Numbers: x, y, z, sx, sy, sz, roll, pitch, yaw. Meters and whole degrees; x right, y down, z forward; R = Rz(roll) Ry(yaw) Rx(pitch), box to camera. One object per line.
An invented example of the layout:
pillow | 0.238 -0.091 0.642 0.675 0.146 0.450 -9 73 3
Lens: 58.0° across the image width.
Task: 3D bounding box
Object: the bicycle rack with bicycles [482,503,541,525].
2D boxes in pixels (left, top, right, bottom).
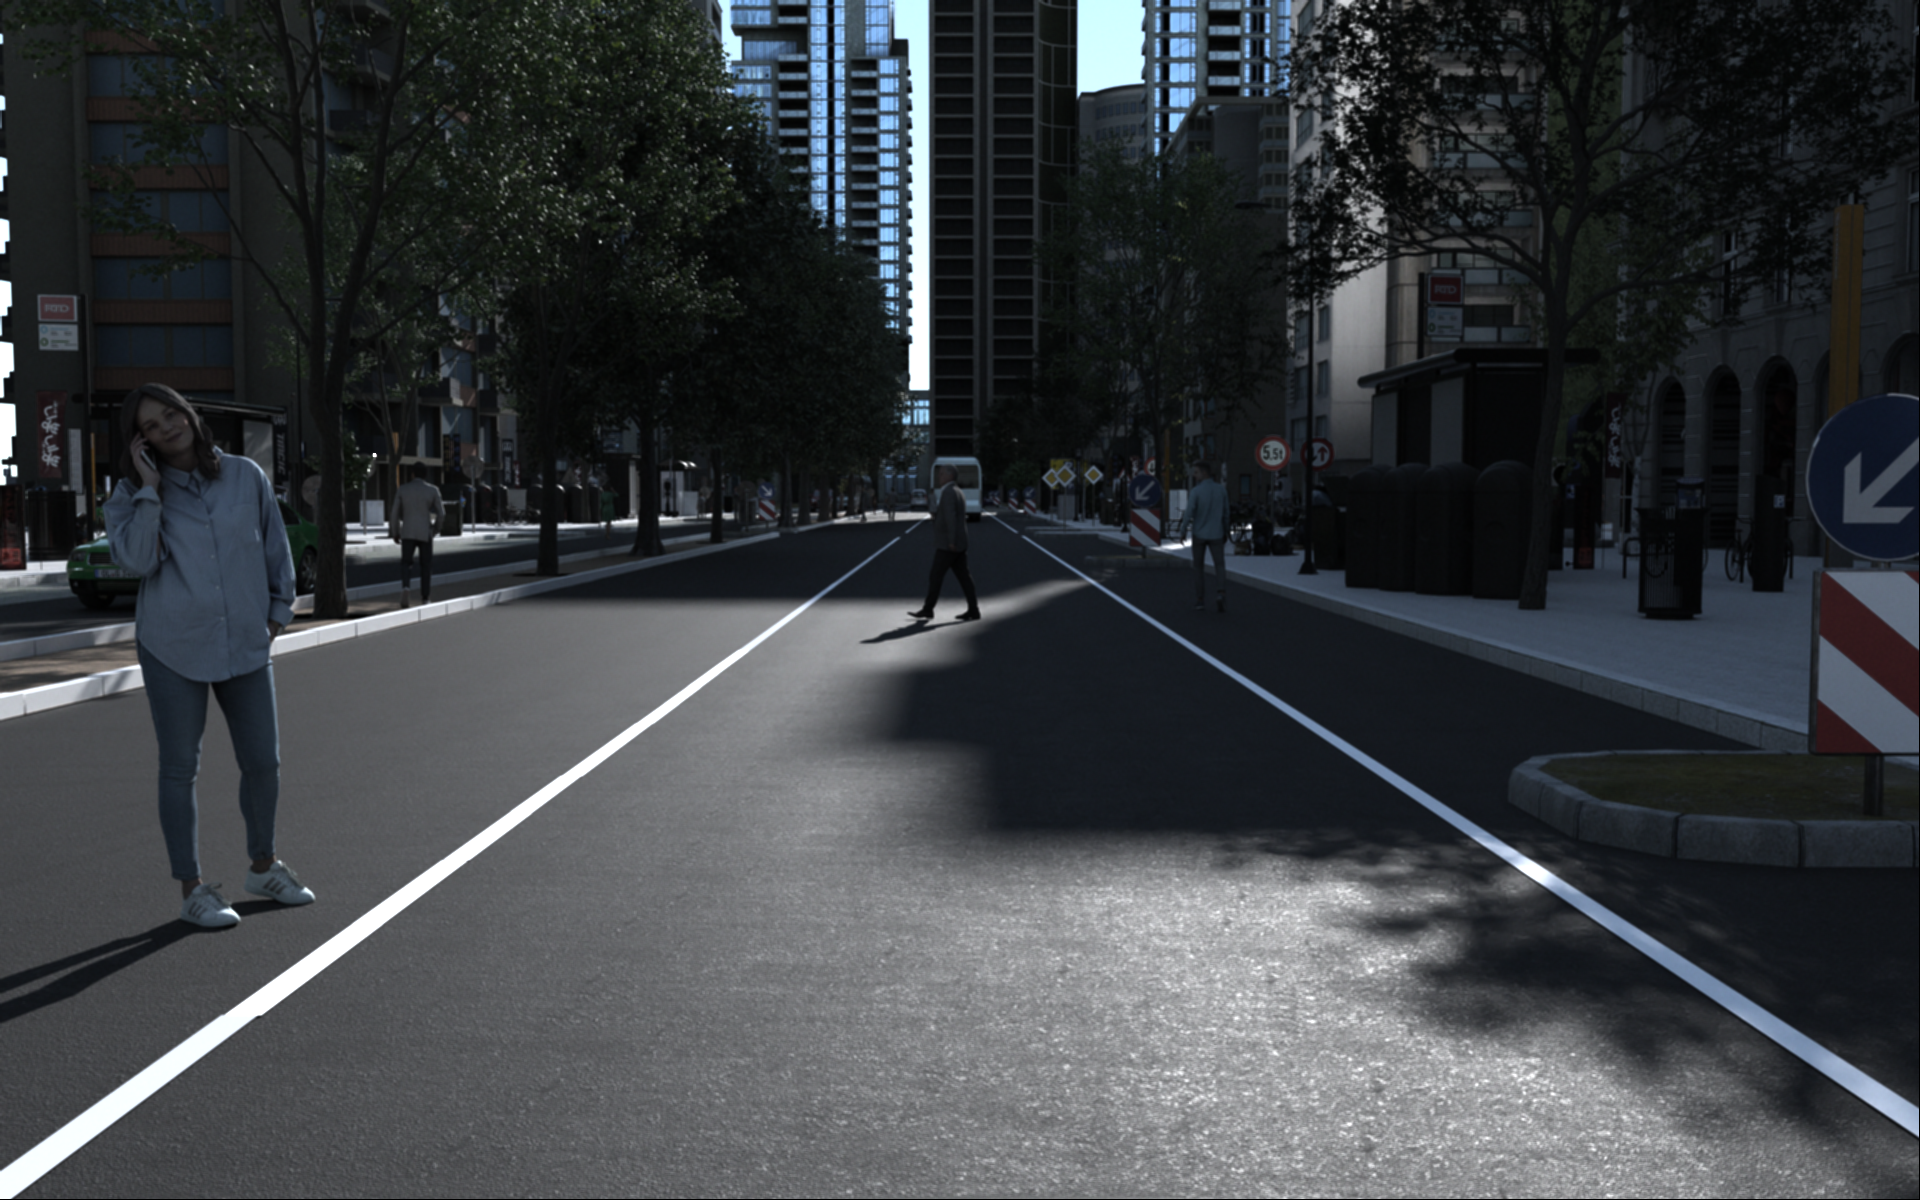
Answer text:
bicycle rack with bicycles | -18.367 -3.614 72.470 2.925 0.926 2.852 -1 4 -10

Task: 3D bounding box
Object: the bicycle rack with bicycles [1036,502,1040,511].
bicycle rack with bicycles | 7.073 -7.382 134.073 2.925 0.926 2.852 2 4 25

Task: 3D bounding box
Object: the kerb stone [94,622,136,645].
kerb stone | -8.211 0.331 16.800 0.120 0.150 1.000 0 3 0

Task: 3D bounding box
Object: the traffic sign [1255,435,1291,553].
traffic sign | 6.787 -2.294 37.611 0.768 2.556 0.104 1 4 9

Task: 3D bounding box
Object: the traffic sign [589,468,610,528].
traffic sign | -13.625 -3.782 65.470 0.795 2.450 0.064 0 3 0

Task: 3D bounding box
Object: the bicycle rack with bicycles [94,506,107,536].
bicycle rack with bicycles | -24.834 -2.402 52.648 2.852 0.926 2.925 -2 4 -35

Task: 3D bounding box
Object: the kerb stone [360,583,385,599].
kerb stone | -8.213 -0.108 23.964 0.120 0.150 1.000 0 3 0

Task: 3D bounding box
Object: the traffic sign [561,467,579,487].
traffic sign | -18.544 -5.037 82.356 0.884 2.594 0.081 0 4 0

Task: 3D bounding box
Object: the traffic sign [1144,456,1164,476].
traffic sign | 6.572 -3.560 58.318 0.768 2.556 0.104 0 4 7

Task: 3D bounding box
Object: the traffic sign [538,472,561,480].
traffic sign | -13.618 -3.293 57.485 0.795 2.450 0.064 0 3 0

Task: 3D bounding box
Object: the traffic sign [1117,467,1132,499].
traffic sign | 7.751 -5.012 81.947 0.884 2.594 0.081 0 4 1

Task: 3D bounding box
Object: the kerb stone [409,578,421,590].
kerb stone | -8.215 -0.233 26.012 0.120 0.150 1.000 0 3 0

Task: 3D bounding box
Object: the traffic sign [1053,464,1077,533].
traffic sign | 3.476 -3.293 57.479 0.795 2.450 0.064 0 3 0

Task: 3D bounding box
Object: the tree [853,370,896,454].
tree | -6.924 -7.422 49.560 9.928 11.665 9.643 0 3 0

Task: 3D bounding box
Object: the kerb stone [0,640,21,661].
kerb stone | -8.215 0.455 14.757 0.120 0.150 1.000 0 3 0

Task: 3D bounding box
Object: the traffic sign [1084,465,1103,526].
traffic sign | 5.280 -4.118 68.522 0.795 2.450 0.064 0 4 4

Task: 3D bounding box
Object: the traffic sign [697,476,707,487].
traffic sign | -17.822 -7.326 119.887 0.768 2.556 0.104 1 4 8

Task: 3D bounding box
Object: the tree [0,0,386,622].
tree | -7.115 -5.577 19.401 9.928 11.665 9.643 0 3 0

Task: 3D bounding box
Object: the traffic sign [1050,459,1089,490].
traffic sign | 6.278 -6.452 99.361 2.265 3.308 0.079 0 4 5

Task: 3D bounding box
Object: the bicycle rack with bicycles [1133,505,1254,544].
bicycle rack with bicycles | 6.618 -1.947 45.209 2.925 0.926 2.852 -3 4 -37

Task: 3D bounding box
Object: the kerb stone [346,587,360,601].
kerb stone | -8.217 -0.046 22.942 0.120 0.150 1.000 0 3 0

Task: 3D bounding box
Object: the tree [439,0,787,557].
tree | -7.178 -7.352 39.676 9.611 12.733 9.660 0 3 0

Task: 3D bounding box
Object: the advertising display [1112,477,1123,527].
advertising display | 6.153 -3.813 67.558 0.123 1.923 0.974 -1 4 -13

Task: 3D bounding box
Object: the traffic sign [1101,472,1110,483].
traffic sign | 8.222 -6.057 99.135 0.768 2.556 0.104 0 4 0

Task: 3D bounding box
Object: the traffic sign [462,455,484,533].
traffic sign | -16.022 -3.479 56.982 0.768 2.556 0.104 0 4 6

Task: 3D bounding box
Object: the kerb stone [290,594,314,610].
kerb stone | -8.231 0.017 21.920 0.120 0.150 1.000 0 3 0

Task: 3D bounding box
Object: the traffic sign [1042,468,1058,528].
traffic sign | 3.470 -3.781 65.464 0.795 2.450 0.064 0 3 0

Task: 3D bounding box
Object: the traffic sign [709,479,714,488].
traffic sign | -16.720 -7.058 117.524 0.606 2.300 0.079 0 4 3

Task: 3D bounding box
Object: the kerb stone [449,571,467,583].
kerb stone | -8.224 -0.355 28.056 0.120 0.150 1.000 0 3 0

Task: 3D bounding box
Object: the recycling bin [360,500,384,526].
recycling bin | -23.656 -3.494 69.687 0.722 1.027 0.722 -3 5 -42

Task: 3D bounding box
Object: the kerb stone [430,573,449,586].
kerb stone | -8.226 -0.296 27.033 0.120 0.150 1.000 0 3 0

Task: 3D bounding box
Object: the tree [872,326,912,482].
tree | -6.992 -9.172 69.425 9.611 12.733 9.660 0 3 0

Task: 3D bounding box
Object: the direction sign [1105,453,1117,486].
direction sign | 8.448 -6.410 96.795 0.876 3.537 0.379 -3 4 -38

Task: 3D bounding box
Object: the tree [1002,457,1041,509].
tree | 5.621 -10.275 151.715 4.285 4.588 4.351 0 3 0

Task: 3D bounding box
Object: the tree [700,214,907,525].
tree | -7.201 -10.410 79.322 9.857 13.997 8.962 0 3 0

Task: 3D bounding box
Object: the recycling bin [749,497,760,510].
recycling bin | -16.110 -7.527 135.615 0.722 1.027 0.722 -2 4 -25

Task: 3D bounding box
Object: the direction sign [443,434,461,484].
direction sign | -19.177 -4.489 65.395 0.876 3.537 0.379 2 4 29

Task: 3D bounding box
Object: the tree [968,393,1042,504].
tree | 6.105 -18.739 213.044 9.857 13.997 8.962 0 3 0

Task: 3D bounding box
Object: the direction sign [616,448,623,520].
direction sign | -16.665 -5.660 84.537 0.379 3.537 0.876 -1 4 -11

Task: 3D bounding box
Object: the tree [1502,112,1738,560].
tree | 12.995 -5.086 33.521 4.737 8.622 4.395 0 3 0

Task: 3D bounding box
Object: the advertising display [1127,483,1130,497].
advertising display | 8.680 -5.298 91.841 0.974 1.923 0.123 3 4 38

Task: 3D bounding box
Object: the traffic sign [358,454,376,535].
traffic sign | -18.750 -3.327 54.502 0.768 2.556 0.104 0 4 8

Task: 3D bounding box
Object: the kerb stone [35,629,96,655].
kerb stone | -8.207 0.392 15.778 0.120 0.150 1.000 0 3 0

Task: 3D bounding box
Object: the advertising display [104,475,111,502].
advertising display | -28.189 -3.239 58.169 0.974 1.923 0.123 -3 4 -38

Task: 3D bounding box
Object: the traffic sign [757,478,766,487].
traffic sign | -15.921 -8.479 138.743 0.768 2.556 0.104 0 4 2

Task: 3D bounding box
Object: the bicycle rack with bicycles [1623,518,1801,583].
bicycle rack with bicycles | 11.559 -0.789 26.284 2.925 0.926 2.852 -3 5 -42

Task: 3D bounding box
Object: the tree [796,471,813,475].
tree | -16.213 -15.184 182.664 8.767 10.594 7.601 1 4 9

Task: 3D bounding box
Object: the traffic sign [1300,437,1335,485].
traffic sign | 8.007 -2.372 38.881 0.768 2.556 0.104 0 4 6

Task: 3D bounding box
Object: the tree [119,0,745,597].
tree | -7.057 -6.203 29.635 9.928 11.665 9.643 0 3 0

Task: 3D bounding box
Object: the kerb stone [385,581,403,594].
kerb stone | -8.215 -0.171 24.986 0.120 0.150 1.000 0 3 0

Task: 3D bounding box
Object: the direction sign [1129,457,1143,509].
direction sign | 10.687 -6.936 105.404 0.876 3.537 0.379 -1 4 -11
